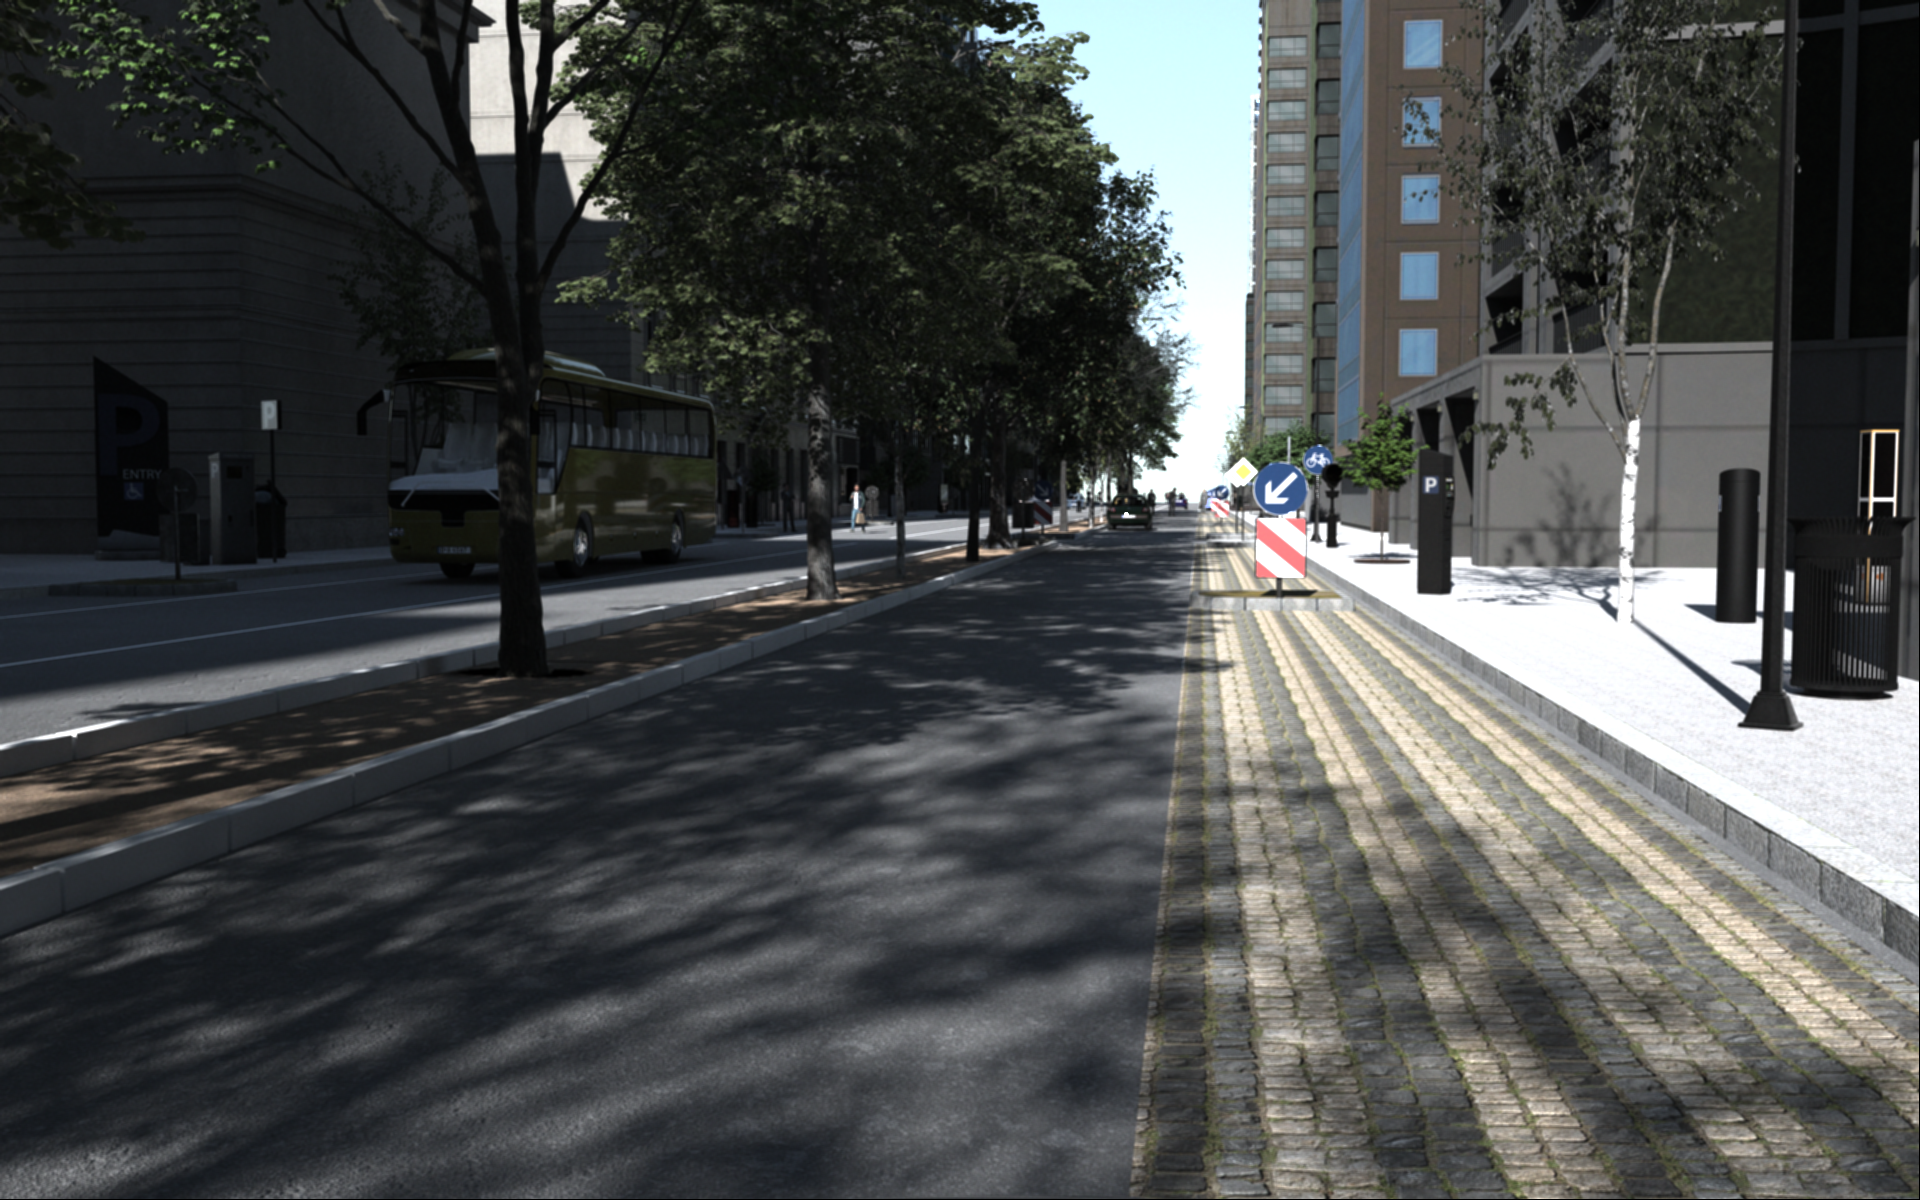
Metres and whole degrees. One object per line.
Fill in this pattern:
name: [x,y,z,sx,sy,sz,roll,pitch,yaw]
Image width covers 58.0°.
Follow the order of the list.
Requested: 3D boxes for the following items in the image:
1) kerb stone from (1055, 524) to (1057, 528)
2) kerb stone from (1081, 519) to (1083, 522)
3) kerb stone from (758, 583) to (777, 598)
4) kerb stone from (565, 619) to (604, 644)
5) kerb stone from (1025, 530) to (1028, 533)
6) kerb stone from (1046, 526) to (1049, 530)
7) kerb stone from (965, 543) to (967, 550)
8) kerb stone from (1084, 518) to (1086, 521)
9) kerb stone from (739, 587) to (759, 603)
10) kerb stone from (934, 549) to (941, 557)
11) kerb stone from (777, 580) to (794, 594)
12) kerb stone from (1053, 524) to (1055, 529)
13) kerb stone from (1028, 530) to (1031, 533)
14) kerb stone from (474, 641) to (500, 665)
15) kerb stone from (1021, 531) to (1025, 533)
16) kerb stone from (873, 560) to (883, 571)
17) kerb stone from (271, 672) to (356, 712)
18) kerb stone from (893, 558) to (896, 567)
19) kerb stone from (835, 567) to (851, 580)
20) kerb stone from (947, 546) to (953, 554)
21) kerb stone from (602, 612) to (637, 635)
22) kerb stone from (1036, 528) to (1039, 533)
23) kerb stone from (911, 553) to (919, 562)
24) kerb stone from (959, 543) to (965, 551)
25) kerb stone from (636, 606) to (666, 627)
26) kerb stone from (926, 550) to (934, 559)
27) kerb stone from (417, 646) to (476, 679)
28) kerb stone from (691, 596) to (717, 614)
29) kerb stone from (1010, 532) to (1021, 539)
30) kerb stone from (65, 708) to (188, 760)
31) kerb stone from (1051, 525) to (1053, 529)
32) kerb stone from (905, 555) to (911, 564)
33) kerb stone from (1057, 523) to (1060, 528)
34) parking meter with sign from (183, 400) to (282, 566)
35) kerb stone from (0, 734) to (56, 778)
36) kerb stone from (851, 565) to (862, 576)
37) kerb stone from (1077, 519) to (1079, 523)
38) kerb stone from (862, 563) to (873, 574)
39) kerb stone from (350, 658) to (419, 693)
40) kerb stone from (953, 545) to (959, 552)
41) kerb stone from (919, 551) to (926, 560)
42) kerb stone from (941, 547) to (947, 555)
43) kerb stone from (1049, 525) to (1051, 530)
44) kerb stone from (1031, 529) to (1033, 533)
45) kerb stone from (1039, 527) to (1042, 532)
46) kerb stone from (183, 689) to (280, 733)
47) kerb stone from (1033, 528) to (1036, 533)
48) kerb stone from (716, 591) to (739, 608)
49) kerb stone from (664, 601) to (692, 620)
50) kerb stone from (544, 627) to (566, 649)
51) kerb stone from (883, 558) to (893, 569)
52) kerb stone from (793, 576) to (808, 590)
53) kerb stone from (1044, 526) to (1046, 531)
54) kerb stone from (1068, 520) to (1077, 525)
kerb stone: [3.806,-3.002,71.280,0.120,0.150,1.000,0,4,8]
kerb stone: [5.923,-3.932,86.476,0.120,0.150,1.000,0,4,8]
kerb stone: [-2.745,-0.109,23.984,0.120,0.150,1.000,0,4,8]
kerb stone: [-3.727,0.326,16.888,0.120,0.150,1.000,0,4,8]
kerb stone: [2.120,-2.251,59.073,0.120,0.150,1.000,0,4,8]
kerb stone: [3.238,-2.753,67.211,0.120,0.150,1.000,0,4,8]
kerb stone: [0.073,-1.347,44.317,0.120,0.150,1.000,0,4,8]
kerb stone: [6.199,-4.048,88.502,0.120,0.150,1.000,0,4,8]
kerb stone: [-2.882,-0.046,22.971,0.120,0.150,1.000,0,4,8]
kerb stone: [-0.630,-1.043,39.242,0.120,0.150,1.000,0,4,8]
kerb stone: [-2.606,-0.164,25.000,0.120,0.150,1.000,0,4,8]
kerb stone: [3.658,-2.940,70.266,0.120,0.150,1.000,0,4,8]
kerb stone: [2.253,-2.317,60.086,0.120,0.150,1.000,0,4,8]
kerb stone: [-4.009,0.451,14.855,0.120,0.150,1.000,0,4,8]
kerb stone: [1.979,-2.190,58.057,0.120,0.150,1.000,0,4,8]
kerb stone: [-1.628,-0.606,32.114,0.120,0.150,1.000,0,4,8]
kerb stone: [-4.434,0.635,11.808,0.120,0.150,1.000,0,4,8]
kerb stone: [-1.345,-0.731,34.141,0.120,0.150,1.000,0,4,8]
kerb stone: [-2.035,-0.420,29.067,0.120,0.150,1.000,0,4,8]
kerb stone: [-0.354,-1.158,41.272,0.120,0.150,1.000,0,4,8]
kerb stone: [-3.581,0.263,17.900,0.120,0.150,1.000,0,4,8]
kerb stone: [2.687,-2.504,63.132,0.120,0.150,1.000,0,4,8]
kerb stone: [-1.052,-0.856,36.193,0.120,0.150,1.000,0,4,8]
kerb stone: [-0.069,-1.289,43.302,0.120,0.150,1.000,0,4,8]
kerb stone: [-3.456,0.200,18.923,0.120,0.150,1.000,0,4,8]
kerb stone: [-0.773,-0.980,38.224,0.120,0.150,1.000,0,4,8]
kerb stone: [-4.158,0.511,13.843,0.120,0.150,1.000,0,4,8]
kerb stone: [-3.170,0.076,20.947,0.120,0.150,1.000,0,4,8]
kerb stone: [1.831,-2.131,57.040,0.120,0.150,1.000,0,4,8]
kerb stone: [-4.717,0.760,9.769,0.120,0.150,1.000,0,4,8]
kerb stone: [3.532,-2.877,69.244,0.120,0.150,1.000,0,4,8]
kerb stone: [-1.194,-0.793,35.168,0.120,0.150,1.000,0,4,8]
kerb stone: [3.952,-3.060,72.292,0.120,0.150,1.000,0,4,8]
parking meter with sign: [-13.311,-2.163,31.632,0.543,3.016,1.738,3,4,38]
kerb stone: [-4.864,0.824,8.758,0.120,0.150,1.000,0,4,8]
kerb stone: [-1.908,-0.479,30.082,0.120,0.150,1.000,0,4,8]
kerb stone: [5.495,-3.745,83.440,0.120,0.150,1.000,0,4,8]
kerb stone: [-1.761,-0.545,31.099,0.120,0.150,1.000,0,4,8]
kerb stone: [-4.306,0.573,12.830,0.120,0.150,1.000,0,4,8]
kerb stone: [-0.210,-1.229,42.284,0.120,0.150,1.000,0,4,8]
kerb stone: [-0.913,-0.915,37.206,0.120,0.150,1.000,0,4,8]
kerb stone: [-0.495,-1.103,40.260,0.120,0.150,1.000,0,4,8]
kerb stone: [3.388,-2.815,68.224,0.120,0.150,1.000,0,4,8]
kerb stone: [2.394,-2.378,61.102,0.120,0.150,1.000,0,4,8]
kerb stone: [2.822,-2.566,64.152,0.120,0.150,1.000,0,4,8]
kerb stone: [-4.576,0.702,10.790,0.120,0.150,1.000,0,4,8]
kerb stone: [2.536,-2.442,62.119,0.120,0.150,1.000,0,4,8]
kerb stone: [-3.026,0.016,21.959,0.120,0.150,1.000,0,4,8]
kerb stone: [-3.314,0.138,19.935,0.120,0.150,1.000,0,4,8]
kerb stone: [-3.871,0.387,15.868,0.120,0.150,1.000,0,4,8]
kerb stone: [-1.483,-0.669,33.128,0.120,0.150,1.000,0,4,8]
kerb stone: [-2.462,-0.230,26.012,0.120,0.150,1.000,0,4,8]
kerb stone: [3.097,-2.690,66.182,0.120,0.150,1.000,0,4,8]
kerb stone: [5.353,-3.684,82.428,0.120,0.150,1.000,0,4,8]
